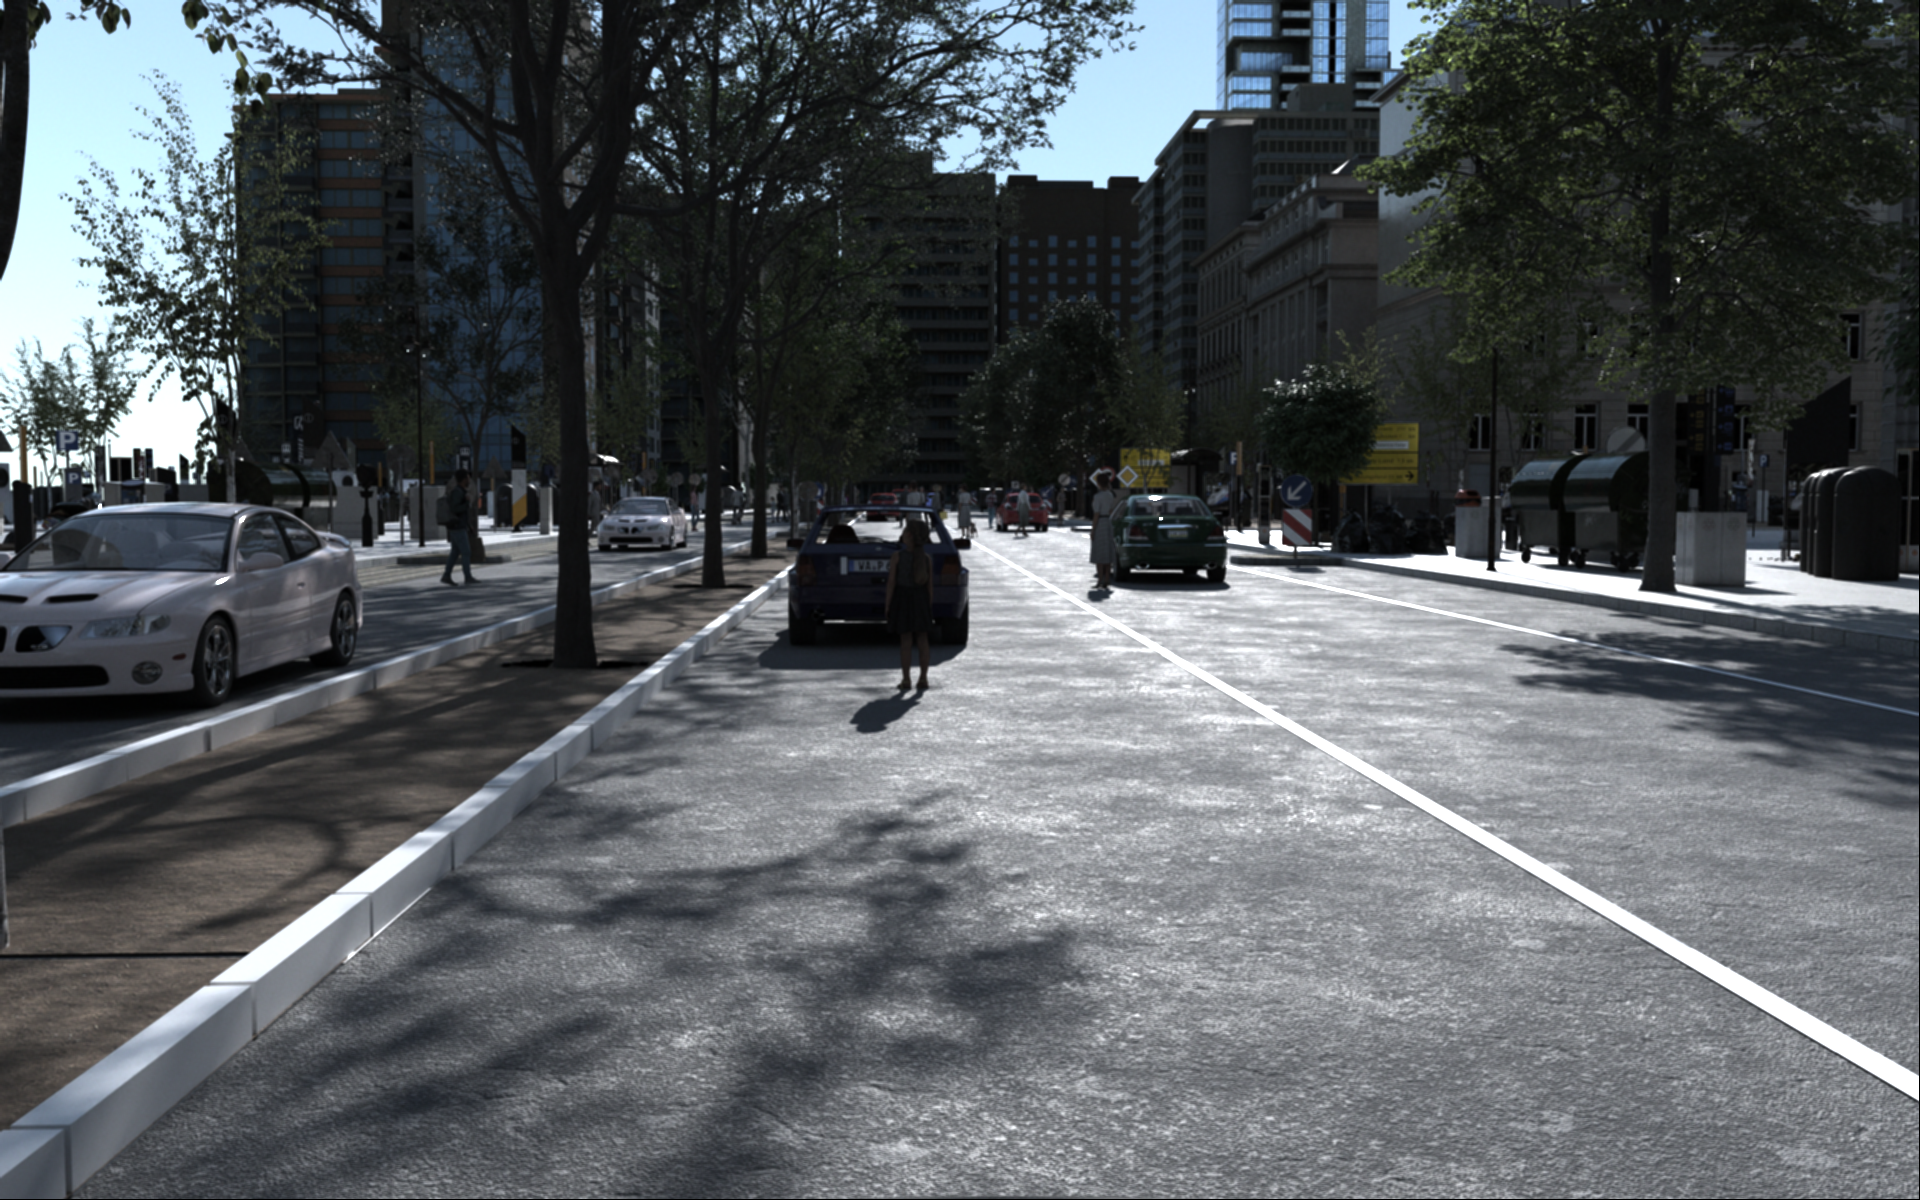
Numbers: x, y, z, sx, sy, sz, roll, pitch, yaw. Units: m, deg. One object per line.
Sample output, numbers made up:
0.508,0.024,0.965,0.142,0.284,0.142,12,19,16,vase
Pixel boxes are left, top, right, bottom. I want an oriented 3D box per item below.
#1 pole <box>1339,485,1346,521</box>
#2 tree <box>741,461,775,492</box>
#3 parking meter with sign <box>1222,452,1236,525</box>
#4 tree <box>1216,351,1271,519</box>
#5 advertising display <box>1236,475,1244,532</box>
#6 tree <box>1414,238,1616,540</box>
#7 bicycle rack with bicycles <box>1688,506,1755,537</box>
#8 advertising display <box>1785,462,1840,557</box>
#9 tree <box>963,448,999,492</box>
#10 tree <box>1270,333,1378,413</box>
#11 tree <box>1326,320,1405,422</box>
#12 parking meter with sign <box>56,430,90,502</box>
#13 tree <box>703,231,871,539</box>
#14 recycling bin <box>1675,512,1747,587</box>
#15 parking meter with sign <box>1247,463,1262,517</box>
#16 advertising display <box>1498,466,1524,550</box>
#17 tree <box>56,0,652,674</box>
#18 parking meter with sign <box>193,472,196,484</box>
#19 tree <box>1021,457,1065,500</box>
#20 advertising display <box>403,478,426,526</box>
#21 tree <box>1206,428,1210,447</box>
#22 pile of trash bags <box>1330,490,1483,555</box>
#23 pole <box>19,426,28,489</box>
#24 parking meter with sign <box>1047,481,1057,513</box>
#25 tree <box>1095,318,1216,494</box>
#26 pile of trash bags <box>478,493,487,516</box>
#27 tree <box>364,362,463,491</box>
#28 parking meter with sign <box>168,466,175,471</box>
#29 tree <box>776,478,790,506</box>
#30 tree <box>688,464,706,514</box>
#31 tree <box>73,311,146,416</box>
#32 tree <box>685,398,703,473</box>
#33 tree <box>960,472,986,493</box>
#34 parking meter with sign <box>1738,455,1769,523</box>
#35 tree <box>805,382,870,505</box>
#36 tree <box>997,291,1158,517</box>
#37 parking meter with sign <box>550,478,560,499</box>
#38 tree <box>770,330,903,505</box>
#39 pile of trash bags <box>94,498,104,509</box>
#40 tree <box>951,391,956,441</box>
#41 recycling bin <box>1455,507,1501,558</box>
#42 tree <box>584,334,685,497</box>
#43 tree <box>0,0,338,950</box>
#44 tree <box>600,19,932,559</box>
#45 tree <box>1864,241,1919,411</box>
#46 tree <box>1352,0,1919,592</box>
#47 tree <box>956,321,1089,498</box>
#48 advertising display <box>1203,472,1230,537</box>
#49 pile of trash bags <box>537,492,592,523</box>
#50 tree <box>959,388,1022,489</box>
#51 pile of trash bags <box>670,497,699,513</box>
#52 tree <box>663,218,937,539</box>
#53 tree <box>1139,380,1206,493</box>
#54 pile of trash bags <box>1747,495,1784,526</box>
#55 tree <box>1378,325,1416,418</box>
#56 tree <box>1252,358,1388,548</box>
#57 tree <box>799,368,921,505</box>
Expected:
11.468,-3.550,51.885,0.158,3.312,0.155,0,3,0,pole
-18.245,-10.545,156.126,4.285,4.588,4.351,0,3,0,tree
10.987,-4.626,71.894,0.543,3.016,1.738,-1,4,-20,parking meter with sign
14.690,-8.441,88.376,4.737,8.622,4.395,0,3,0,tree
9.511,-3.278,58.813,0.123,1.923,0.974,1,4,17,advertising display
15.500,-5.948,47.618,4.737,8.622,4.395,0,3,0,tree
22.217,-2.322,51.352,2.852,0.926,2.925,3,4,37,bicycle rack with bicycles
17.065,-1.803,34.694,0.123,1.923,0.974,-3,5,-42,advertising display
2.656,-14.106,180.999,4.737,8.622,4.395,0,3,0,tree
17.383,-7.901,79.539,4.737,8.622,4.395,0,3,0,tree
17.004,-7.573,74.174,4.360,8.622,3.978,0,3,0,tree
-23.996,-3.090,46.779,0.543,3.016,1.738,-2,4,-32,parking meter with sign
-4.461,-5.771,47.177,4.737,8.622,4.395,0,3,0,tree
10.539,-0.720,24.323,0.722,1.027,0.722,0,4,0,recycling bin
16.160,-6.211,97.813,0.543,3.016,1.738,-3,5,-41,parking meter with sign
12.748,-2.127,39.991,0.123,1.923,0.974,-1,4,-15,advertising display
-3.141,-6.173,13.748,12.009,13.543,11.850,0,3,0,tree
-60.433,-8.712,138.701,1.738,3.016,0.543,0,4,-2,parking meter with sign
5.919,-8.462,122.073,4.285,4.588,4.351,0,3,0,tree
-22.222,-3.989,70.435,0.974,1.923,0.123,-1,4,-16,advertising display
15.828,-10.575,123.268,4.360,8.622,3.978,0,3,0,tree
9.948,-1.722,37.914,3.447,1.369,1.912,-1,4,-23,pile of trash bags
-27.973,-3.543,51.772,0.158,3.312,0.155,0,3,0,pole
6.147,-7.406,117.343,0.543,3.016,1.738,-1,4,-13,parking meter with sign
7.703,-7.436,71.941,4.737,8.622,4.395,0,3,0,tree
-28.670,-5.640,101.971,1.912,1.369,3.447,-2,4,-28,pile of trash bags
-31.293,-8.968,96.984,4.737,8.622,4.395,0,3,0,tree
-50.307,-6.887,108.864,1.738,3.016,0.543,0,4,6,parking meter with sign
-19.513,-12.090,192.273,1.663,3.219,1.824,0,3,0,tree
-16.891,-7.149,111.486,1.663,3.219,1.824,0,3,0,tree
-34.701,-7.276,69.318,4.737,8.622,4.395,0,3,0,tree
-19.221,-10.969,129.703,4.737,8.622,4.395,0,3,0,tree
1.720,-14.225,216.289,4.285,4.588,4.351,0,3,0,tree
34.771,-4.908,76.512,1.738,3.016,0.543,-1,4,-12,parking meter with sign
-6.208,-8.483,91.508,4.360,8.622,3.978,0,3,0,tree
6.738,-11.092,98.355,9.611,12.733,9.660,0,3,0,tree
-19.584,-5.382,84.263,1.738,3.016,0.543,-2,4,-30,parking meter with sign
-6.866,-10.813,97.378,7.486,12.596,7.792,0,3,0,tree
-26.922,-2.803,55.581,1.912,1.369,3.447,3,5,40,pile of trash bags
4.098,-15.451,159.278,9.857,13.997,8.962,0,3,0,tree
10.445,-1.369,34.931,0.722,1.027,0.722,0,4,-2,recycling bin
-15.200,-7.859,78.861,4.737,8.622,4.395,0,3,0,tree
-3.096,-3.216,5.402,4.360,8.622,3.978,0,3,0,tree
-4.349,-6.714,37.981,9.928,11.665,9.643,0,3,0,tree
10.284,-1.999,16.393,4.285,4.588,4.351,0,3,0,tree
9.195,-6.416,23.033,7.486,12.596,7.792,0,3,0,tree
5.302,-13.590,128.849,9.857,13.997,8.962,0,3,0,tree
7.658,-2.844,51.709,0.974,1.923,0.123,-2,4,-34,advertising display
-17.884,-4.154,77.672,3.447,1.369,1.912,0,4,4,pile of trash bags
3.775,-15.572,172.726,7.486,12.596,7.792,0,3,0,tree
-18.445,-6.714,119.525,3.447,1.369,1.912,0,4,-7,pile of trash bags
-5.066,-7.125,53.356,8.767,10.594,7.601,0,4,-2,tree
13.106,-9.891,112.076,4.360,8.622,3.978,0,3,0,tree
33.022,-3.686,70.025,3.447,1.369,1.912,3,5,44,pile of trash bags
15.137,-6.247,52.506,4.737,8.622,4.395,0,3,0,tree
8.739,-3.566,42.022,4.285,4.588,4.351,0,3,0,tree
-7.444,-12.162,118.312,9.611,12.733,9.660,0,3,0,tree
